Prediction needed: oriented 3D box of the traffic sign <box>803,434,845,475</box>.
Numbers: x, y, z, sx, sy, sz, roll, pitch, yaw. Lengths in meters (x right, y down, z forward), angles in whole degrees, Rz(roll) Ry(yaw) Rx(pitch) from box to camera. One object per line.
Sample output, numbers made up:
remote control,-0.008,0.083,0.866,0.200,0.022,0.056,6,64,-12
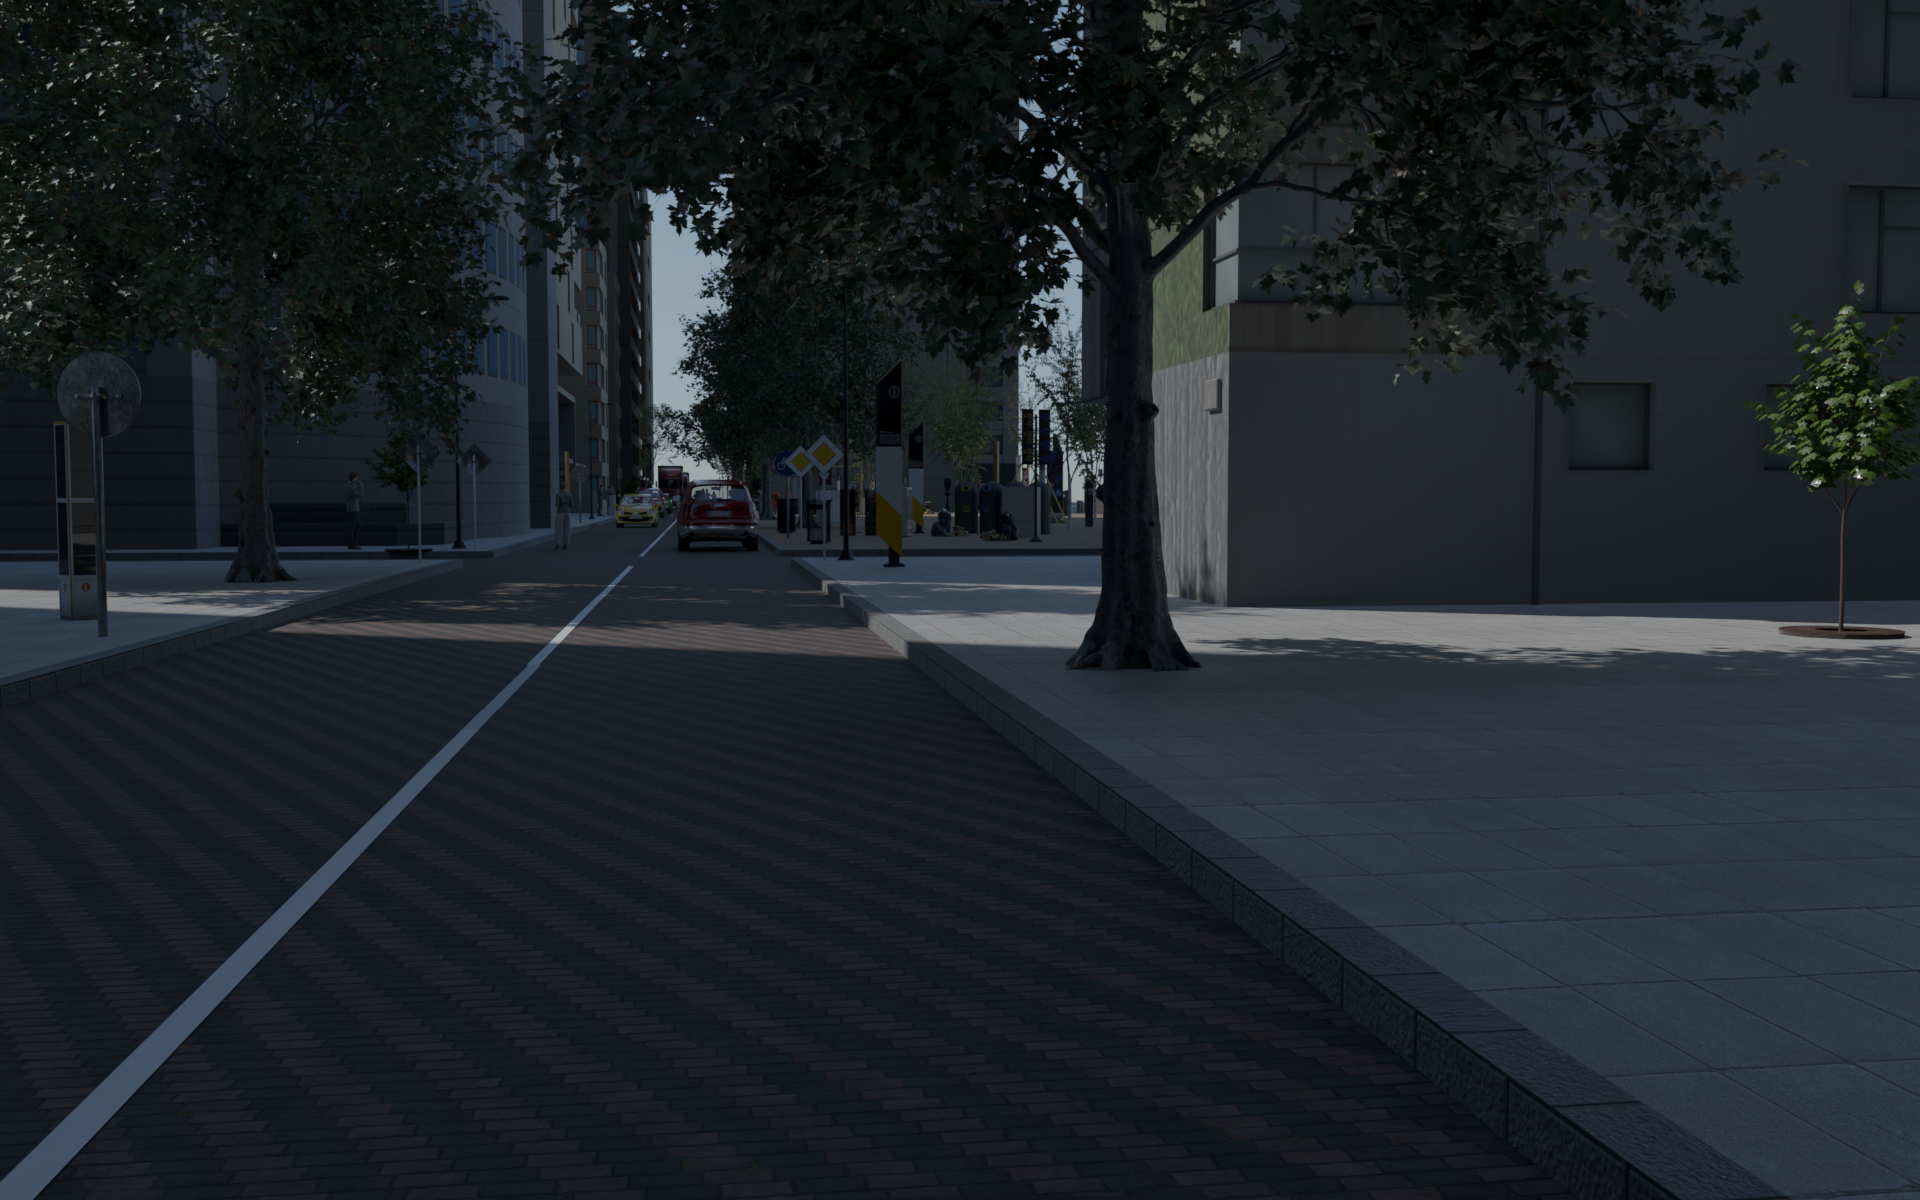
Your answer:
traffic sign,-2.603,-1.911,33.439,0.795,2.593,0.064,-1,4,-8

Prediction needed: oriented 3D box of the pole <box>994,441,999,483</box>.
pole,1.405,-4.466,66.856,0.158,3.312,0.155,0,3,0

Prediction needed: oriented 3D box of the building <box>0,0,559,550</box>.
building,-24.197,-31.165,51.547,21.231,58.520,28.212,-1,4,-8

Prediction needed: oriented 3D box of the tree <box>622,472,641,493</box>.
tree,-28.333,-9.506,150.026,1.663,3.219,1.824,0,3,0

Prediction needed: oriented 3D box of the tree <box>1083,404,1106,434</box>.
tree,8.718,-8.391,71.609,7.601,10.594,8.767,0,4,-7

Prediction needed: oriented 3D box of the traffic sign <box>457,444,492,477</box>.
traffic sign,-11.292,-2.327,40.245,0.795,2.593,0.064,-1,4,-8

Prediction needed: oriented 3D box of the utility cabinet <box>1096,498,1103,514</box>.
utility cabinet,8.922,-6.185,109.807,1.173,1.500,0.318,1,4,12

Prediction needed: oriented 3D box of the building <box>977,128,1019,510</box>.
building,-6.899,-43.256,145.485,20.563,71.187,20.611,-1,4,-8

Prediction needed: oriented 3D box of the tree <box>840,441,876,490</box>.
tree,-5.898,-9.965,113.282,4.360,8.622,3.978,0,3,0

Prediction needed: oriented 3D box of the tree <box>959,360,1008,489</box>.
tree,0.422,-8.084,82.538,4.737,8.622,4.395,0,3,0

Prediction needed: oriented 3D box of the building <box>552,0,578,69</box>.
building,-35.298,-30.918,94.753,28.713,52.752,27.495,-1,4,-8

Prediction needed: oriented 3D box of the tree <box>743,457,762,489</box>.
tree,-13.732,-10.240,117.790,4.737,8.622,4.395,0,3,0

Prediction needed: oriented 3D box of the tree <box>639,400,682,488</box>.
tree,-34.128,-16.116,189.251,9.928,11.665,9.643,0,3,0

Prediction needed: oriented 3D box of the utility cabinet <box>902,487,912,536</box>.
utility cabinet,-1.643,-2.661,52.181,0.318,1.500,1.173,0,4,6

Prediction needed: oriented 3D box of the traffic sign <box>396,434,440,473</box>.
traffic sign,-10.117,-1.844,32.346,0.795,2.593,0.064,-1,4,-8

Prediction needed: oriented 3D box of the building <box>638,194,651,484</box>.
building,-56.799,-39.750,239.152,28.713,52.752,27.495,-1,4,-8

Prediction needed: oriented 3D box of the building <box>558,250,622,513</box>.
building,-39.665,-17.262,127.278,27.650,21.520,28.899,-1,4,-8

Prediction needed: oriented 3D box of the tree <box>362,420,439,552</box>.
tree,-12.507,-2.700,38.754,1.663,3.219,1.824,0,3,0

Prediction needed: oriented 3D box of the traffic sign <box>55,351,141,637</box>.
traffic sign,-7.705,-0.941,15.495,0.768,2.556,0.104,0,4,1

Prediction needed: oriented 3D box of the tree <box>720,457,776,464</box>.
tree,-12.793,-10.678,108.990,8.767,10.594,7.601,0,4,2

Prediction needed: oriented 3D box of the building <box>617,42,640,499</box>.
building,-42.359,-33.255,167.426,21.300,48.544,21.600,-1,4,-8

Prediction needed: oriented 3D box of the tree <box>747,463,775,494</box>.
tree,-11.713,-6.417,99.527,1.663,3.219,1.824,0,3,0

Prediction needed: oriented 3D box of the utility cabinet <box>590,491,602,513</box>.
utility cabinet,-23.800,-6.399,113.307,0.318,1.500,1.173,-2,4,-35

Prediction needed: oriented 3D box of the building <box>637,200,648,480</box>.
building,-50.437,-36.142,210.532,23.786,49.044,30.456,-1,4,-8

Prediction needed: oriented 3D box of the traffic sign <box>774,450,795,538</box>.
traffic sign,-5.015,-3.078,50.430,0.768,2.556,0.104,0,4,0

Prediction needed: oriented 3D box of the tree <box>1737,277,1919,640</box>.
tree,7.992,-1.280,15.528,1.663,3.219,1.824,0,3,0

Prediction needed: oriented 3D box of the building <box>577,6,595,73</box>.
building,-37.020,-30.582,150.124,14.600,45.320,14.200,-1,4,-8

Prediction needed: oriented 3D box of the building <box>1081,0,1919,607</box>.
building,8.958,-20.952,26.163,14.154,41.232,14.086,-1,4,-8

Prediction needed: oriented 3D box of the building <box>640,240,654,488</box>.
building,-53.565,-37.392,261.464,14.600,45.320,14.200,-1,4,-8

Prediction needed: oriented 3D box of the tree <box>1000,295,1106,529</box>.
tree,4.253,-6.913,63.390,4.360,8.622,3.978,0,3,0

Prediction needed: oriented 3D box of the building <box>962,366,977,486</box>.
building,-10.413,-44.498,165.793,20.563,71.187,20.611,-1,4,-8

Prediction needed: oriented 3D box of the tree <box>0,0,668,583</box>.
tree,-10.361,-6.604,24.984,9.611,12.733,9.660,0,3,0

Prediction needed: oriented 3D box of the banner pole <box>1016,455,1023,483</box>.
banner pole,3.415,-6.634,98.488,0.401,3.779,0.863,3,5,40

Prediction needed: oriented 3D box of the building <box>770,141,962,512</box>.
building,-7.599,-27.229,128.790,14.154,41.232,14.086,-1,4,-8

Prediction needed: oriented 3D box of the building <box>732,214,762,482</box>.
building,-21.074,-34.536,214.766,14.600,45.320,14.200,-1,4,-8

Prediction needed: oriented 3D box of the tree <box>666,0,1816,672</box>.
tree,1.168,-5.846,12.597,9.611,12.733,9.660,0,3,0

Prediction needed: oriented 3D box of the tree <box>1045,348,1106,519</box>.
tree,6.936,-8.365,87.129,4.737,8.622,4.395,0,3,0

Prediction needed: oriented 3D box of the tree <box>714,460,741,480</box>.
tree,-26.966,-15.522,204.149,4.360,8.622,3.978,0,3,0

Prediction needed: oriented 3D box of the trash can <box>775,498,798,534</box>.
trash can,-5.659,-2.738,56.420,0.748,1.137,0.748,0,3,0

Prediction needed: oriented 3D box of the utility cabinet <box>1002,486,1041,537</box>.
utility cabinet,1.805,-2.579,50.845,1.173,1.500,0.318,3,4,36

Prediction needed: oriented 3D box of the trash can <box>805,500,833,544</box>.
trash can,-3.625,-2.006,44.450,0.748,1.137,0.748,0,3,0

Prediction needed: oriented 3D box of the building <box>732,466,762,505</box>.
building,-20.382,-48.535,231.802,20.563,71.187,20.611,-1,4,-8

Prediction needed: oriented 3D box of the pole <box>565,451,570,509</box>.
pole,-18.797,-5.449,82.939,0.158,3.312,0.155,0,3,0

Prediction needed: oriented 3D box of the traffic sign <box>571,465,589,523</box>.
traffic sign,-16.807,-4.678,76.596,0.768,2.556,0.104,0,4,-3

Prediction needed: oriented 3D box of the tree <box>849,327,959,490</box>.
tree,-2.667,-7.641,75.297,4.737,8.622,4.395,0,3,0

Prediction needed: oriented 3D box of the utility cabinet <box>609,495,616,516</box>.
utility cabinet,-20.046,-5.428,99.910,0.306,1.237,1.020,0,4,-7

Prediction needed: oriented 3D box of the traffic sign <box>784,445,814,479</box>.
traffic sign,-3.778,-2.394,41.338,0.795,2.593,0.064,-1,4,-8
